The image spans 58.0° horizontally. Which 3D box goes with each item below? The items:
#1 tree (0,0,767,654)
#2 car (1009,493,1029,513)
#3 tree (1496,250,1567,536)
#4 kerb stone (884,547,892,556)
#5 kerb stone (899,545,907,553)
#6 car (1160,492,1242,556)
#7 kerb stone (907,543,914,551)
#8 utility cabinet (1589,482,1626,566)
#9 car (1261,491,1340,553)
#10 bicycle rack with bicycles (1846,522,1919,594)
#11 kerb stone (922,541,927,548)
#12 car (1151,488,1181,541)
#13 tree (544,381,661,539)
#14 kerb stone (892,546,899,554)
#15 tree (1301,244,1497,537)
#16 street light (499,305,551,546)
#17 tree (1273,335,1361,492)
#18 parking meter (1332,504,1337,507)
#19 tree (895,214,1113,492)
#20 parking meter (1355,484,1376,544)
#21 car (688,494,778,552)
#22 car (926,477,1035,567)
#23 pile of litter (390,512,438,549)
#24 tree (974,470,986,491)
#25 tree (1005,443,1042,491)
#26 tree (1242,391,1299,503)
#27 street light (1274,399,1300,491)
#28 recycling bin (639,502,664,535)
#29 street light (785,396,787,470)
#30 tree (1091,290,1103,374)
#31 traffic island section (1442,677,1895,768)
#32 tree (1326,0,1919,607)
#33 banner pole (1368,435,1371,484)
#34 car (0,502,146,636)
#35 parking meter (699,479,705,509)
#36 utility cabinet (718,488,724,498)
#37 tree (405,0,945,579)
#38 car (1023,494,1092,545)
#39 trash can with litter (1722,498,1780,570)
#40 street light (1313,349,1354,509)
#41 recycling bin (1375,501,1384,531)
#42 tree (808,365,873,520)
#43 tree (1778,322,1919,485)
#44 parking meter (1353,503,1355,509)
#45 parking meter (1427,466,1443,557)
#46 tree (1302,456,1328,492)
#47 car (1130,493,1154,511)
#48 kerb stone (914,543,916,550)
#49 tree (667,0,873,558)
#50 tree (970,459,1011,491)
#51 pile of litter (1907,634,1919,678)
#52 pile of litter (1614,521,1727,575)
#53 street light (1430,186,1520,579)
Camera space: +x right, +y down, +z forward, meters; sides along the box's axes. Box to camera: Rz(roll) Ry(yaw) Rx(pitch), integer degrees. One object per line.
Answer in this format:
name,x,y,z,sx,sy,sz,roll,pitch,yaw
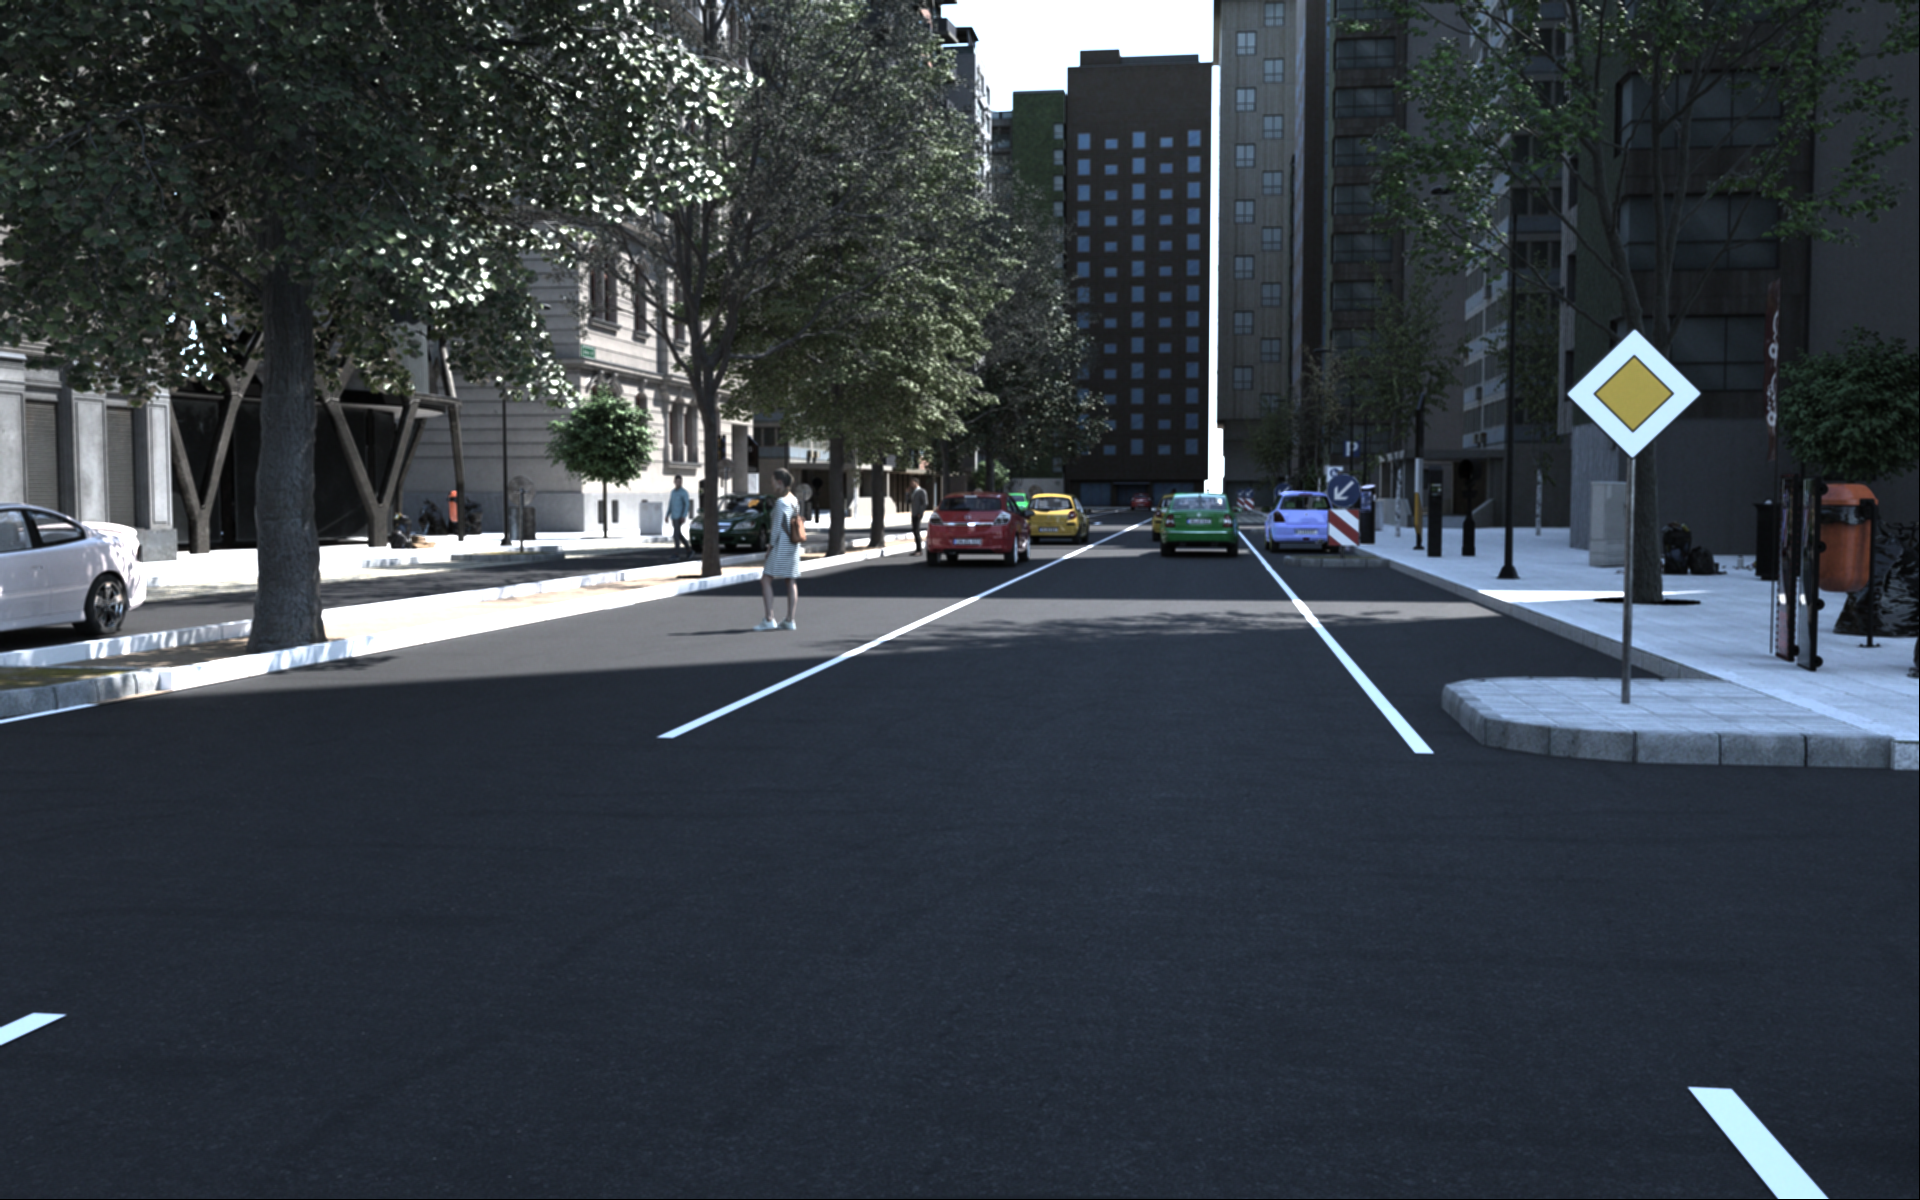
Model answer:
tree,-6.088,-6.498,15.348,9.857,13.997,8.962,0,3,0
car,3.299,-5.830,104.119,1.959,1.807,4.718,0,4,7
tree,18.119,-6.295,53.285,4.737,8.622,4.395,0,3,0
kerb stone,-1.790,-1.113,40.445,0.120,0.150,1.000,0,4,8
kerb stone,-1.516,-1.240,42.471,0.120,0.150,1.000,0,4,8
car,5.723,-1.983,41.226,1.959,1.807,4.718,1,4,9
kerb stone,-1.368,-1.302,43.483,0.120,0.150,1.000,0,4,8
utility cabinet,11.617,-1.349,30.736,1.173,1.500,0.318,-3,5,-43
car,8.589,-2.081,43.614,1.945,1.707,3.694,0,4,7
bicycle rack with bicycles,12.293,-0.491,21.416,2.925,0.926,2.852,0,4,-6
kerb stone,-1.085,-1.426,45.508,0.120,0.150,1.000,0,4,8
car,6.950,-2.685,54.116,2.015,1.641,3.980,1,4,10
tree,-10.173,-4.053,49.973,4.285,4.588,4.351,0,3,0
kerb stone,-1.657,-1.175,41.459,0.120,0.150,1.000,0,4,8
tree,13.176,-6.205,51.814,4.737,8.622,4.395,0,3,0
street light,-10.709,-4.289,42.664,1.470,5.913,1.316,0,4,8
tree,16.774,-7.994,81.059,4.360,8.622,3.978,0,3,0
parking meter,13.658,-3.320,62.696,0.372,1.533,0.369,0,3,0
tree,1.217,-9.182,69.583,9.611,12.733,9.660,0,3,0
parking meter,10.491,-2.211,44.554,0.372,1.533,0.369,0,3,0
car,-5.537,-1.999,44.484,2.131,1.459,4.920,1,4,9
car,0.430,-1.637,35.801,2.155,1.783,4.494,0,4,7
pile of litter,-12.926,-1.649,40.923,1.176,0.858,1.719,0,4,1
tree,1.938,-8.747,137.613,1.663,3.219,1.824,0,3,0
tree,5.665,-12.926,161.704,4.360,8.622,3.978,0,3,0
tree,23.025,-10.776,126.550,4.737,8.622,4.395,0,3,0
street light,16.051,-6.861,84.717,1.470,5.913,1.316,0,4,8
recycling bin,-9.616,-2.534,53.986,0.722,1.027,0.722,0,4,-8
street light,-6.632,-6.030,71.137,1.470,5.913,1.316,0,4,8
tree,-0.453,-8.749,55.869,12.009,13.543,11.850,0,3,0
traffic island section,4.100,0.713,10.623,2.009,0.180,2.903,0,4,8
tree,8.080,-5.775,20.177,9.928,11.665,9.643,0,3,0
banner pole,16.922,-4.991,71.621,0.401,3.779,0.863,1,4,20
car,-9.708,-0.244,16.358,2.083,1.381,4.827,0,4,7
parking meter,-9.699,-3.672,65.740,0.255,1.863,0.399,2,4,30
utility cabinet,-8.373,-3.085,59.114,0.318,1.500,1.173,0,4,8
tree,-4.215,-7.099,28.899,12.009,13.543,11.850,0,3,0
car,2.794,-2.458,50.407,2.015,1.641,3.980,1,4,9
trash can with litter,13.675,-1.109,29.183,1.678,1.210,2.233,0,4,5
street light,11.994,-5.071,55.459,1.470,5.913,1.316,0,4,8
recycling bin,14.458,-2.951,60.806,0.722,1.027,0.722,1,4,21
tree,-5.366,-8.247,85.196,4.360,8.622,3.978,0,3,0
tree,17.215,-3.026,33.185,4.285,4.588,4.351,0,3,0
parking meter,13.746,-3.137,59.697,0.372,1.533,0.369,0,3,0
parking meter,9.713,-1.816,35.406,0.255,1.863,0.399,1,4,11
tree,18.080,-5.763,88.834,1.663,3.219,1.824,0,3,0
car,15.848,-8.685,151.038,2.155,1.783,4.494,0,4,8
kerb stone,-1.226,-1.364,44.495,0.120,0.150,1.000,0,4,8
tree,-2.799,-7.221,38.655,7.486,12.596,7.792,0,3,0
tree,2.494,-9.913,145.792,4.285,4.588,4.351,0,3,0
pile of litter,7.536,0.109,12.190,1.719,0.858,1.176,1,4,9
pile of litter,11.441,-0.853,27.905,1.719,0.858,1.176,1,4,23
street light,7.788,-3.282,26.197,1.470,5.913,1.316,0,4,8
